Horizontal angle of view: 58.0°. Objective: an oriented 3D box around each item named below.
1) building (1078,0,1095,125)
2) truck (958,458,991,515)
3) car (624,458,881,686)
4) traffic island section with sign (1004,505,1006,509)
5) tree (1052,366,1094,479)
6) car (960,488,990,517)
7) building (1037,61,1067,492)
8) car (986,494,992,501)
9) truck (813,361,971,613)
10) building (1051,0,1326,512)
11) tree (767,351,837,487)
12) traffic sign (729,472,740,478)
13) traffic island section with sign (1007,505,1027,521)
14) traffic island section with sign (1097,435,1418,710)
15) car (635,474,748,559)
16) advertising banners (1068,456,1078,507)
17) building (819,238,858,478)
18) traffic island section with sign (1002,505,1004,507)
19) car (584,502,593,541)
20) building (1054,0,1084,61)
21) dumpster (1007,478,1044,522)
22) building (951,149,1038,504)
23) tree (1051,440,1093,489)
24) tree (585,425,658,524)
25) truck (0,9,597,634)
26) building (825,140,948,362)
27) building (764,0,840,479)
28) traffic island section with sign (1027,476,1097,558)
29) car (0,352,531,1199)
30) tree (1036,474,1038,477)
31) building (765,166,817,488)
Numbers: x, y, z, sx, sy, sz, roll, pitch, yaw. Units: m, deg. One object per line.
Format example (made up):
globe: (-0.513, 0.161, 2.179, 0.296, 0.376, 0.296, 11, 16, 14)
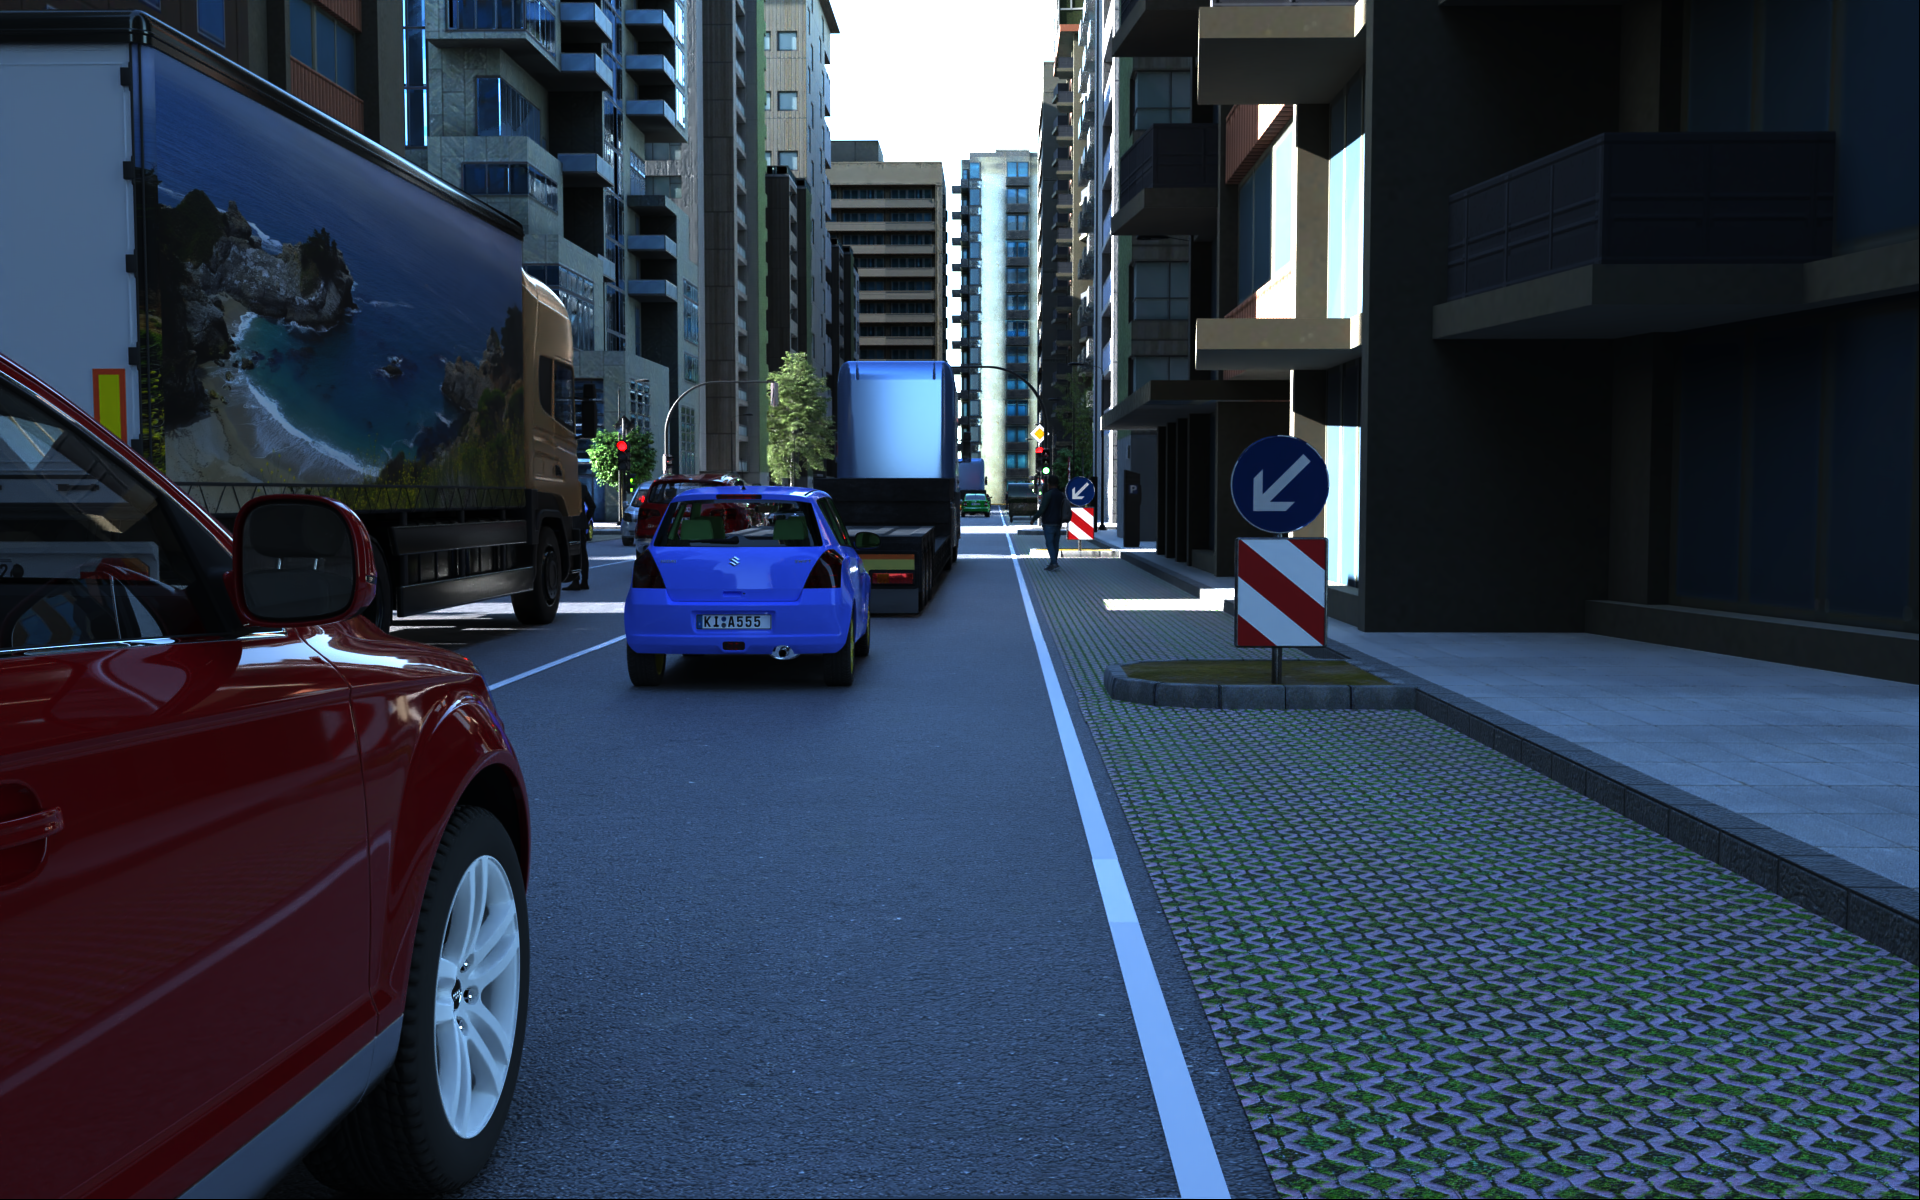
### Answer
building: (19.854, -30.765, 122.609, 23.786, 49.044, 30.456, 0, 4, 1)
truck: (0.718, -8.258, 124.783, 2.967, 4.110, 18.799, 0, 4, -1)
car: (-1.633, -0.284, 14.229, 1.945, 1.707, 3.694, 0, 4, 0)
traffic island section with sign: (4.277, -6.892, 121.306, 1.989, 1.847, 2.006, 0, 4, 1)
tree: (7.290, -9.044, 98.233, 4.737, 8.622, 4.395, 0, 3, 0)
car: (0.949, -6.106, 108.631, 1.959, 1.807, 4.718, 0, 4, 0)
building: (19.274, -34.439, 186.781, 21.300, 48.544, 21.600, 0, 4, 1)
car: (2.685, -11.838, 202.587, 2.155, 1.783, 4.494, 0, 4, 3)
truck: (-1.431, -2.417, 29.277, 2.967, 4.110, 18.799, 0, 4, 1)
building: (19.797, -31.008, 161.603, 22.147, 44.769, 28.867, 0, 4, 1)
tree: (-13.189, -13.414, 137.445, 7.486, 12.596, 7.792, 0, 3, 0)
traffic sign: (-12.918, -6.031, 98.708, 0.768, 2.556, 0.104, 0, 4, 4)
traffic island section with sign: (3.720, -5.229, 94.128, 1.989, 1.847, 2.006, 0, 4, 1)
traffic island section with sign: (2.056, -0.231, 12.397, 1.989, 1.847, 2.006, 0, 4, 1)
car: (-4.868, -1.499, 33.180, 2.281, 1.827, 5.304, 0, 3, 0)
advertising banners: (5.164, -5.082, 79.275, 0.090, 3.025, 2.074, -1, 4, -8)
building: (-19.359, -25.815, 193.782, 14.160, 30.474, 14.107, 0, 4, 1)
traffic island section with sign: (5.856, -11.632, 198.806, 1.989, 1.847, 2.006, 0, 4, 1)
car: (-12.064, -2.553, 51.339, 1.945, 1.707, 3.694, 0, 4, 1)
building: (19.530, -47.067, 207.790, 20.563, 71.187, 20.611, 0, 4, 1)
dumpster: (3.377, -5.027, 87.140, 1.985, 2.255, 1.502, 0, 4, 3)
building: (14.172, -37.930, 239.756, 30.456, 49.044, 23.786, 0, 4, 1)
tree: (7.145, -7.425, 105.120, 4.285, 4.588, 4.351, 0, 3, 0)
tree: (-14.583, -5.589, 75.097, 4.285, 4.588, 4.351, 0, 3, 0)
truck: (-5.760, -1.637, 15.676, 2.839, 4.237, 11.283, 0, 4, 1)
building: (-12.650, -37.695, 240.012, 21.600, 48.544, 21.300, 0, 4, 1)
building: (-27.193, -35.673, 172.495, 28.713, 52.752, 27.495, 0, 4, 1)
traffic island section with sign: (2.612, -1.901, 39.711, 1.989, 1.847, 2.006, 0, 4, 1)
car: (-2.044, 0.409, 1.987, 2.281, 1.827, 5.304, 0, 4, 2)
tree: (6.531, -8.882, 139.827, 1.663, 3.219, 1.824, 0, 3, 0)
building: (-20.677, -23.260, 152.005, 14.160, 30.474, 14.107, 0, 4, 1)
